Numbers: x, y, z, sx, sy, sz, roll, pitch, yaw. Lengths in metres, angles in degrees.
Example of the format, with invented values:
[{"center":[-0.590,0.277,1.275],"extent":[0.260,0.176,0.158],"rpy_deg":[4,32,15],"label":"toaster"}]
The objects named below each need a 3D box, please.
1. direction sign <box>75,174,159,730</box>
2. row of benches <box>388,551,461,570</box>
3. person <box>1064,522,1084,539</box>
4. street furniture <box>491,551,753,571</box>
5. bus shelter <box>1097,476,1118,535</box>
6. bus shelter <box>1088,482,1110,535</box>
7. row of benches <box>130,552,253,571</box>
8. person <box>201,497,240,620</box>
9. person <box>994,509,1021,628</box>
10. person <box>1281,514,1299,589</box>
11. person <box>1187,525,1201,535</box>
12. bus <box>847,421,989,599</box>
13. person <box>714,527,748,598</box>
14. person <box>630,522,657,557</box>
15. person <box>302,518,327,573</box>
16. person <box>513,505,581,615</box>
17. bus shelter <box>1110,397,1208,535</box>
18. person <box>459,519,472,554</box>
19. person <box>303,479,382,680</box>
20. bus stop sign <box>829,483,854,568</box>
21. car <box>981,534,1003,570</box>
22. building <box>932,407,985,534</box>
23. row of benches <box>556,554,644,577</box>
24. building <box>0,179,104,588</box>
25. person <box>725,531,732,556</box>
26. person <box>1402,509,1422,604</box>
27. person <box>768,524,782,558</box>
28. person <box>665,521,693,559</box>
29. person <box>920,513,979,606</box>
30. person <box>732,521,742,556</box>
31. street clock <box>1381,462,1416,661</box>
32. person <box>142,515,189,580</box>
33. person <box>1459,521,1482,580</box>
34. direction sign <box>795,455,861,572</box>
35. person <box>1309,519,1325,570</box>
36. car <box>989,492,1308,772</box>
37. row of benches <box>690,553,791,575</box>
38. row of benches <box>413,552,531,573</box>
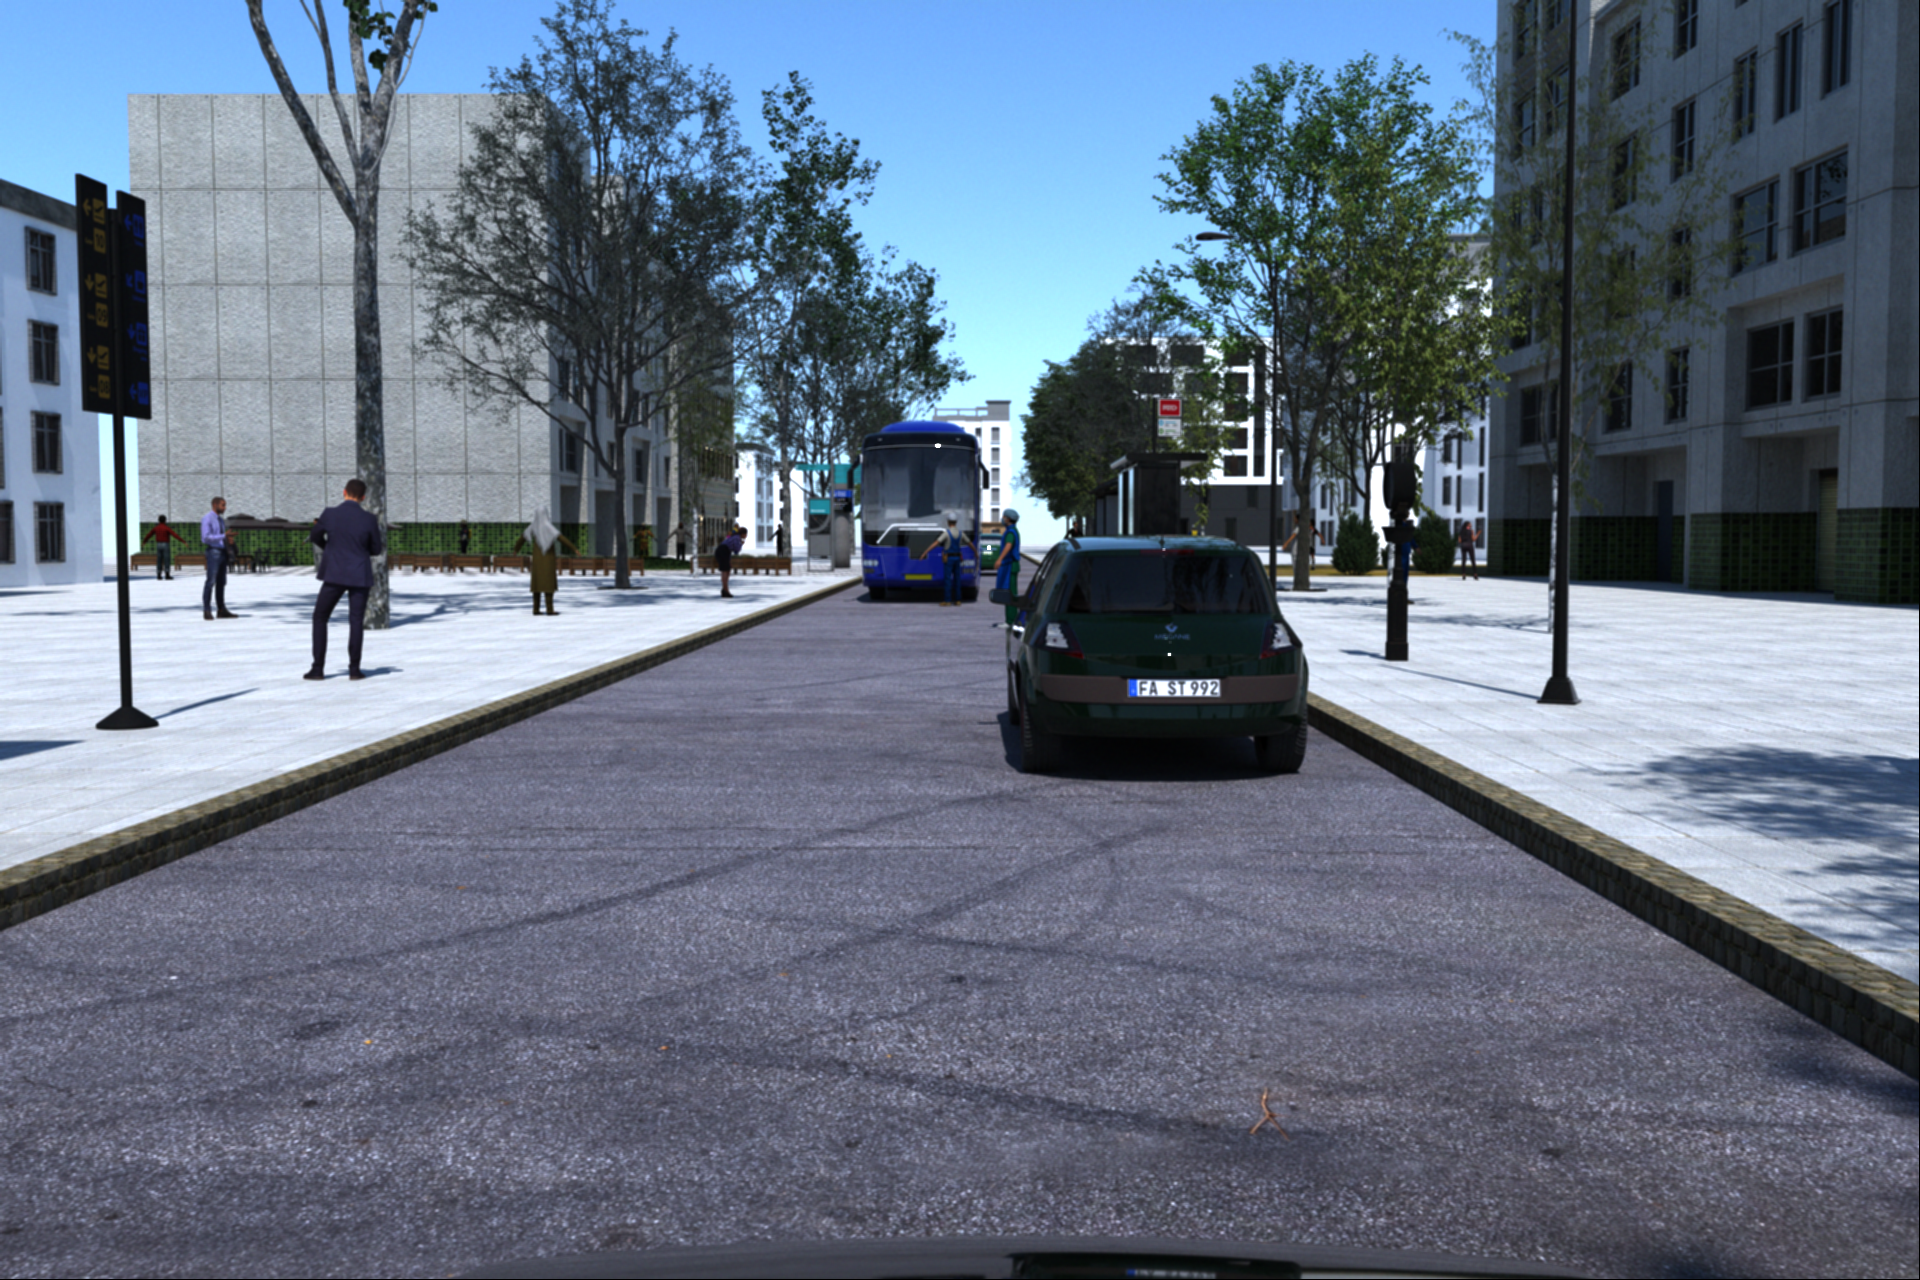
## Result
[{"center":[-5.537,-1.187,11.409],"extent":[0.379,3.537,0.876],"rpy_deg":[0,3,0],"label":"direction sign"},{"center":[-19.770,-2.864,62.297],"extent":[1.422,0.672,4.104],"rpy_deg":[3,5,42],"label":"row of benches"},{"center":[4.845,-4.066,72.667],"extent":[1.347,1.806,0.705],"rpy_deg":[-2,4,-30],"label":"person"},{"center":[-12.173,-2.927,63.483],"extent":[10.072,0.657,5.734],"rpy_deg":[1,4,17],"label":"street furniture"},{"center":[5.743,-3.875,57.277],"extent":[2.014,3.302,5.546],"rpy_deg":[0,3,0],"label":"bus shelter"},{"center":[5.886,-4.229,63.068],"extent":[2.014,3.302,5.546],"rpy_deg":[0,4,0],"label":"bus shelter"},{"center":[-27.264,-2.805,61.324],"extent":[4.104,0.672,1.422],"rpy_deg":[-1,4,-12],"label":"row of benches"},{"center":[-11.093,-1.236,26.119],"extent":[0.599,1.838,0.709],"rpy_deg":[0,4,4],"label":"person"},{"center":[0.731,-1.092,26.431],"extent":[0.704,1.817,1.347],"rpy_deg":[1,4,10],"label":"person"},{"center":[7.553,-1.973,39.029],"extent":[0.721,1.739,1.217],"rpy_deg":[2,4,35],"label":"person"},{"center":[12.282,-5.186,91.256],"extent":[1.216,1.772,0.721],"rpy_deg":[-1,4,-19],"label":"person"},{"center":[-0.753,-3.040,41.249],"extent":[2.896,3.916,12.251],"rpy_deg":[0,4,1],"label":"bus"},{"center":[-4.595,-1.561,34.799],"extent":[0.697,1.427,0.421],"rpy_deg":[-2,4,-28],"label":"person"},{"center":[-15.209,-4.745,83.356],"extent":[1.354,1.858,0.705],"rpy_deg":[0,4,8],"label":"person"},{"center":[-21.136,-3.103,56.923],"extent":[1.347,1.806,0.705],"rpy_deg":[2,4,35],"label":"person"},{"center":[-6.554,-1.263,27.422],"extent":[1.217,1.736,0.721],"rpy_deg":[1,4,19],"label":"person"},{"center":[5.417,-4.347,48.706],"extent":[2.179,5.291,8.768],"rpy_deg":[0,4,1],"label":"bus shelter"},{"center":[-19.507,-3.806,68.014],"extent":[0.705,1.856,1.354],"rpy_deg":[-1,4,-17],"label":"person"},{"center":[-5.484,-0.543,15.368],"extent":[0.683,1.767,0.568],"rpy_deg":[-1,4,-20],"label":"person"},{"center":[-4.431,-4.646,64.977],"extent":[0.837,3.901,0.837],"rpy_deg":[0,4,2],"label":"bus stop sign"},{"center":[0.920,-3.025,61.249],"extent":[2.131,1.459,4.920],"rpy_deg":[0,4,0],"label":"car"},{"center":[-3.682,-23.779,247.661],"extent":[11.380,20.090,16.016],"rpy_deg":[-1,4,-8],"label":"building"},{"center":[-11.516,-2.325,53.477],"extent":[4.104,0.672,1.422],"rpy_deg":[2,4,32],"label":"row of benches"},{"center":[-23.523,-5.481,31.754],"extent":[9.099,9.664,28.070],"rpy_deg":[0,4,1],"label":"building"},{"center":[-11.309,-4.659,85.444],"extent":[0.599,1.433,0.991],"rpy_deg":[3,5,40],"label":"person"},{"center":[8.105,-1.574,31.620],"extent":[0.705,1.842,1.347],"rpy_deg":[2,4,33],"label":"person"},{"center":[-9.032,-4.917,86.620],"extent":[0.704,1.802,1.346],"rpy_deg":[3,5,40],"label":"person"},{"center":[-11.475,-3.981,71.223],"extent":[1.348,1.813,0.705],"rpy_deg":[-1,4,-19],"label":"person"},{"center":[-0.168,-1.602,34.512],"extent":[1.347,1.847,0.705],"rpy_deg":[-2,4,-30],"label":"person"},{"center":[-9.757,-4.269,75.761],"extent":[0.705,1.833,1.349],"rpy_deg":[0,4,6],"label":"person"},{"center":[4.434,-0.793,17.528],"extent":[0.358,2.002,0.471],"rpy_deg":[0,4,0],"label":"street clock"},{"center":[-22.332,-2.597,48.574],"extent":[1.345,1.816,0.704],"rpy_deg":[0,4,4],"label":"person"},{"center":[14.234,-2.498,48.359],"extent":[0.593,1.643,0.415],"rpy_deg":[0,4,-7],"label":"person"},{"center":[-4.323,-4.324,59.461],"extent":[2.525,3.948,1.411],"rpy_deg":[0,4,1],"label":"direction sign"},{"center":[12.455,-3.396,61.666],"extent":[0.704,1.843,1.345],"rpy_deg":[-3,5,-43],"label":"person"},{"center":[1.213,-0.125,11.834],"extent":[2.009,1.686,4.222],"rpy_deg":[0,3,0],"label":"car"},{"center":[-7.063,-2.426,55.121],"extent":[4.104,0.672,1.422],"rpy_deg":[3,4,39],"label":"row of benches"},{"center":[-16.397,-2.594,57.878],"extent":[4.104,0.672,1.422],"rpy_deg":[1,4,11],"label":"row of benches"}]
